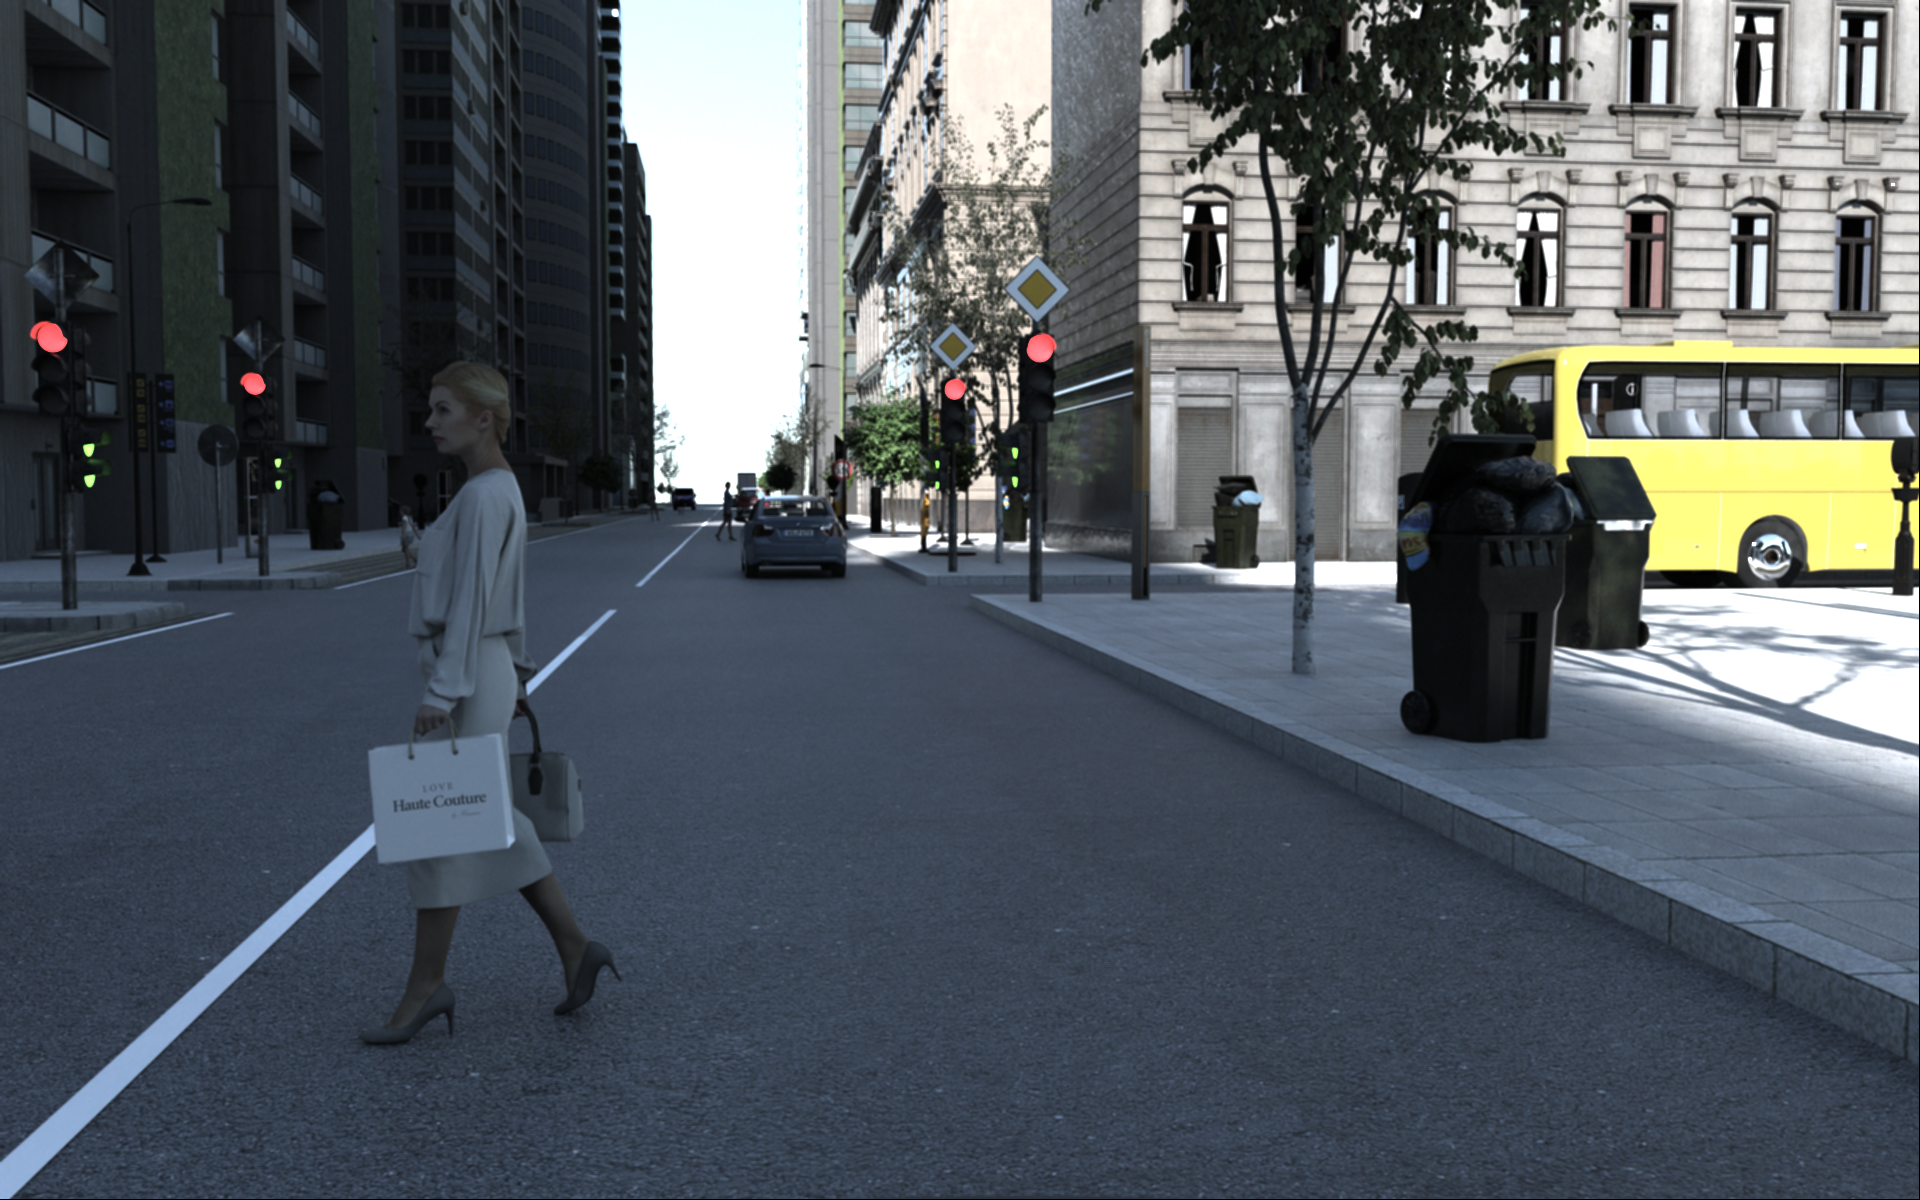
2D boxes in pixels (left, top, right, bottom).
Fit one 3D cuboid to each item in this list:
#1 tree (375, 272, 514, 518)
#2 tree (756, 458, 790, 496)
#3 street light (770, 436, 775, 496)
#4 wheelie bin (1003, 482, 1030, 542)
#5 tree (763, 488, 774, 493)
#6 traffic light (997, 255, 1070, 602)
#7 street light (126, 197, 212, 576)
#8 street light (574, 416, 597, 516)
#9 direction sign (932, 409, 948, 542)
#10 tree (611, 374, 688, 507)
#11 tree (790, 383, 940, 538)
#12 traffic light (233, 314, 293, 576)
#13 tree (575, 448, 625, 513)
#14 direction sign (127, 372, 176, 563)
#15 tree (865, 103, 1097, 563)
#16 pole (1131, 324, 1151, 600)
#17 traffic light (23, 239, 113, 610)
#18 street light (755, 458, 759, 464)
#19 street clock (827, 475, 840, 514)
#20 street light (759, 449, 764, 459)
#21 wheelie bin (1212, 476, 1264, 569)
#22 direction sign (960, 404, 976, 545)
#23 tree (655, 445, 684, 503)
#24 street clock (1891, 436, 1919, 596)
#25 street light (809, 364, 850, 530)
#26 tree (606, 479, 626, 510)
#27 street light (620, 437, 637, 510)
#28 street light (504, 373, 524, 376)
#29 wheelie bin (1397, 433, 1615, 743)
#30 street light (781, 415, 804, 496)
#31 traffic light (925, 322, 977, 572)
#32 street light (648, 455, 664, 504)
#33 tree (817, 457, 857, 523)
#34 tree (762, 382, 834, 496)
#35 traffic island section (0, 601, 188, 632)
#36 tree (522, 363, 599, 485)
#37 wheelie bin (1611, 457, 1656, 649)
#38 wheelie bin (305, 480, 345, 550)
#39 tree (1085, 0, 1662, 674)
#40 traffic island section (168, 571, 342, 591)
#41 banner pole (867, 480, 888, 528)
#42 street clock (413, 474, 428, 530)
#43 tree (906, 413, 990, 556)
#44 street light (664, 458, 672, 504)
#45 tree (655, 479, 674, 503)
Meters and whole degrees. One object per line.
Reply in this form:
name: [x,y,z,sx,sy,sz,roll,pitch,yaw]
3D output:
tree: [-17.350,-6.605,58.362,4.360,8.622,3.978,0,3,0]
tree: [-15.948,-10.512,155.583,4.285,4.588,4.351,0,3,0]
street light: [-14.541,-10.165,138.733,1.470,5.913,1.316,0,4,-7]
wheelie bin: [1.490,-2.356,46.431,0.693,1.594,0.980,1,4,20]
tree: [-26.948,-15.156,242.404,1.663,3.219,1.824,0,3,0]
traffic light: [0.883,-1.935,20.557,0.839,4.253,0.868,0,4,-7]
street light: [-12.390,-3.341,27.162,1.470,5.913,1.316,0,4,-7]
street light: [-22.182,-7.961,102.706,1.470,5.913,1.316,0,4,-7]
direction sign: [-0.468,-3.304,46.012,0.379,3.537,0.876,-3,4,-36]
tree: [-32.824,-16.253,176.100,12.009,13.543,11.850,0,3,0]
tree: [-1.955,-4.144,51.462,4.285,4.588,4.351,0,3,0]
traffic light: [-10.909,-2.334,27.075,0.839,4.253,0.868,0,4,-7]
tree: [-25.074,-8.389,120.881,4.285,4.588,4.351,0,3,0]
direction sign: [-15.152,-2.479,32.531,0.379,3.537,0.876,3,4,38]
tree: [0.499,-4.985,31.873,4.360,8.622,3.978,0,3,0]
pole: [2.197,-1.660,20.985,0.158,3.312,0.155,0,3,0]
traffic light: [-9.887,-1.849,19.156,0.839,4.253,0.868,0,4,-7]
street light: [-25.269,-15.264,222.107,1.470,5.913,1.316,0,4,-7]
street clock: [-4.758,-3.697,65.009,0.471,2.002,0.358,-1,4,-9]
street light: [-19.764,-12.622,178.911,1.470,5.913,1.316,0,4,-7]
wheelie bin: [4.771,-1.340,29.816,0.980,1.594,0.693,3,4,36]
direction sign: [0.177,-3.148,43.473,0.379,3.537,0.876,2,4,27]
tree: [-41.466,-18.149,247.091,4.737,8.622,4.395,0,3,0]
street clock: [11.921,-1.056,21.836,0.471,2.002,0.358,-3,5,-42]
street light: [-4.686,-5.473,62.032,1.470,5.913,1.316,0,4,-7]
tree: [-27.808,-8.791,138.326,1.663,3.219,1.824,0,3,0]
street light: [-27.189,-10.364,141.990,1.470,5.913,1.316,0,4,-7]
street light: [-17.383,-5.744,66.448,1.470,5.913,1.316,0,4,-7]
wheelie bin: [2.812,-0.078,9.189,0.980,1.594,0.693,-2,4,-25]
street light: [-9.843,-7.940,102.360,1.470,5.913,1.316,0,4,-7]
traffic light: [-0.139,-2.419,28.477,0.839,4.253,0.868,0,4,-7]
street light: [-32.857,-13.050,185.904,1.470,5.913,1.316,0,4,-7]
tree: [-5.324,-5.106,78.088,1.663,3.219,1.824,0,3,0]
tree: [-10.428,-9.949,113.035,4.360,8.622,3.978,0,3,0]
traffic island section: [-9.928,0.183,19.285,2.009,0.180,2.903,0,4,-7]
tree: [-22.662,-9.052,98.358,4.737,8.622,4.395,0,3,0]
wheelie bin: [5.296,-0.402,14.480,0.980,1.594,0.693,-1,4,-21]
wheelie bin: [-14.604,-1.954,39.861,0.980,1.594,0.693,2,4,33]
tree: [2.539,-3.766,11.930,4.737,8.622,4.395,0,3,0]
traffic island section: [-10.950,-0.301,27.205,2.009,0.180,2.903,0,4,-7]
banner pole: [-3.074,-4.570,64.742,0.863,3.779,0.401,0,4,3]
street clock: [-19.425,-3.538,62.414,0.471,2.002,0.358,0,4,-1]
tree: [-0.180,-2.564,36.527,1.663,3.219,1.824,0,3,0]
street light: [-38.089,-15.482,225.664,1.470,5.913,1.316,0,4,-7]
tree: [-38.130,-13.890,221.708,1.663,3.219,1.824,0,3,0]
